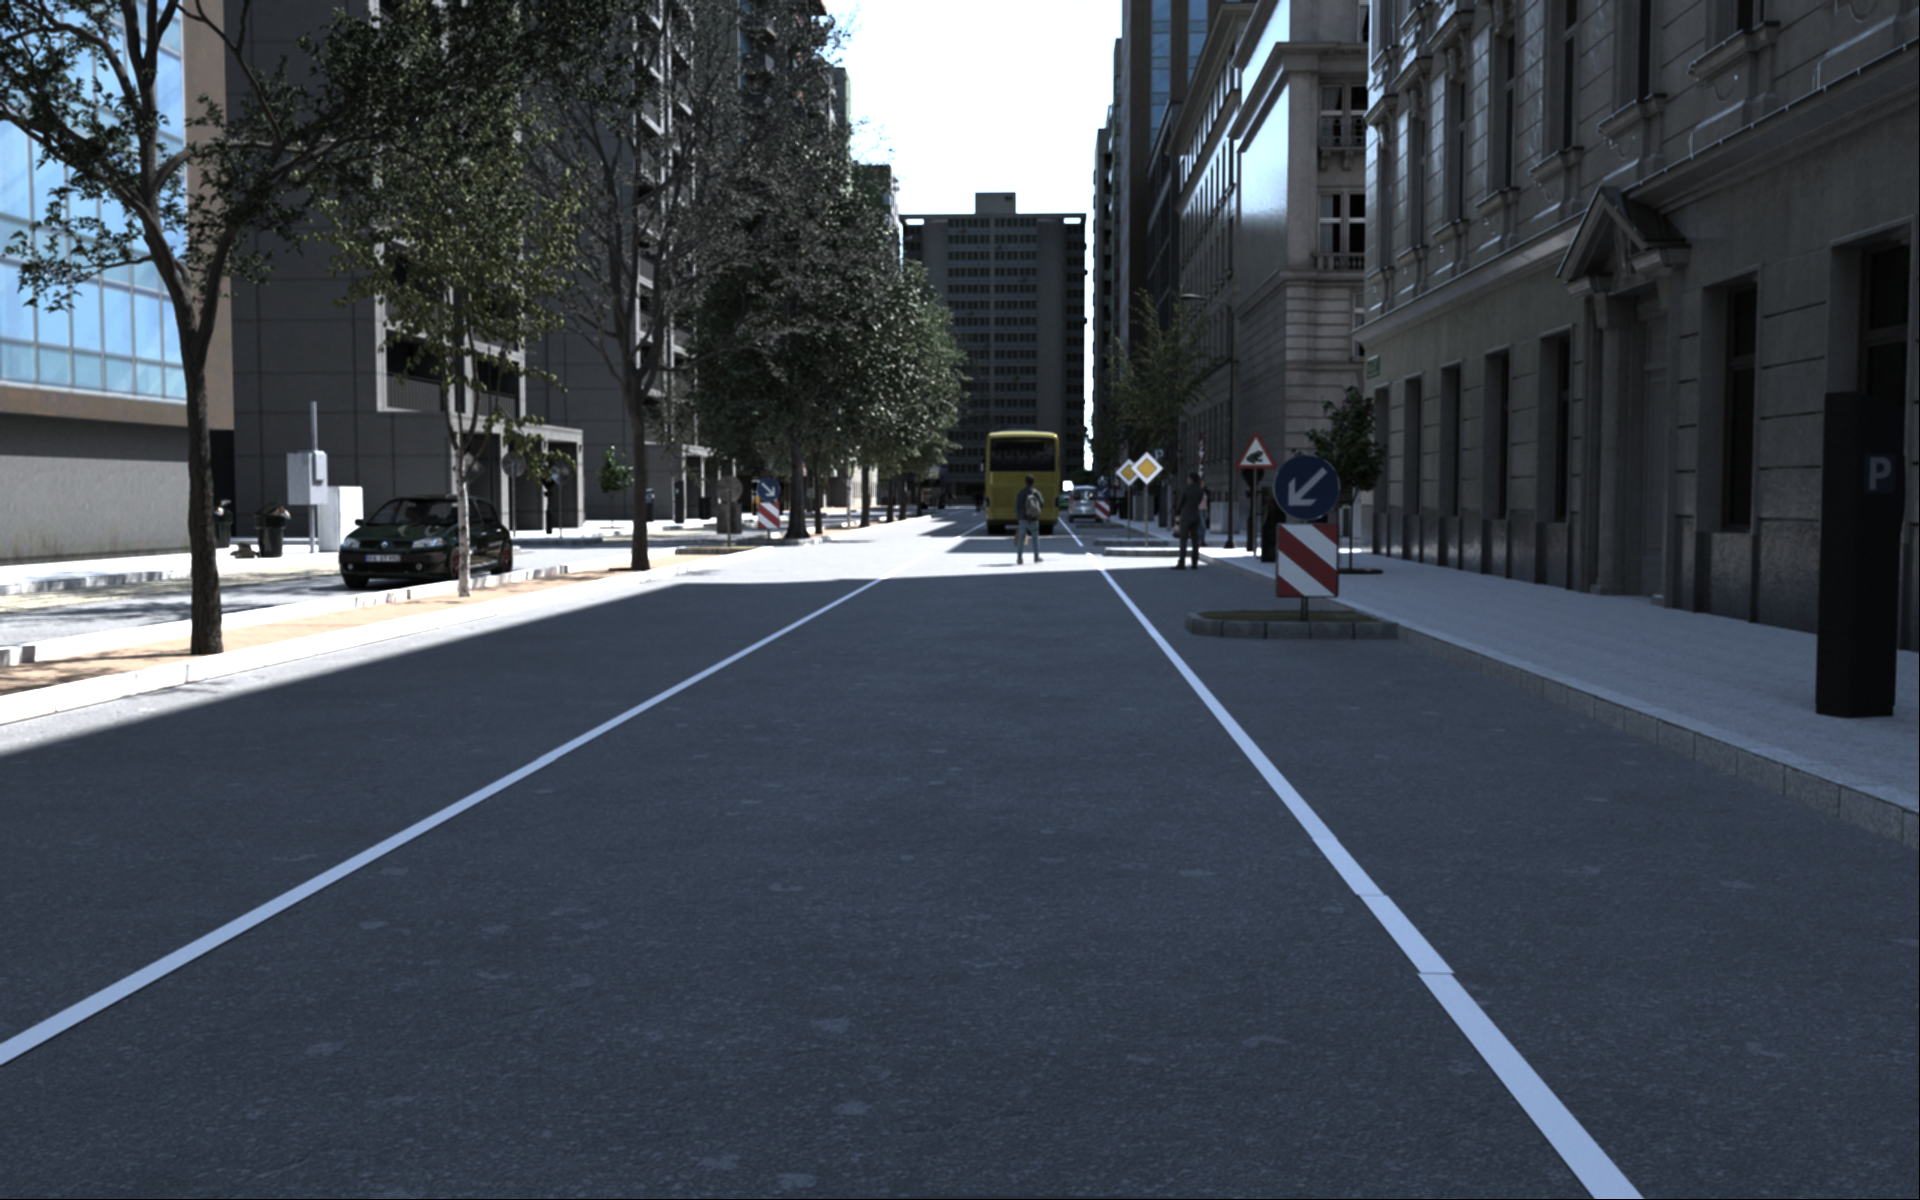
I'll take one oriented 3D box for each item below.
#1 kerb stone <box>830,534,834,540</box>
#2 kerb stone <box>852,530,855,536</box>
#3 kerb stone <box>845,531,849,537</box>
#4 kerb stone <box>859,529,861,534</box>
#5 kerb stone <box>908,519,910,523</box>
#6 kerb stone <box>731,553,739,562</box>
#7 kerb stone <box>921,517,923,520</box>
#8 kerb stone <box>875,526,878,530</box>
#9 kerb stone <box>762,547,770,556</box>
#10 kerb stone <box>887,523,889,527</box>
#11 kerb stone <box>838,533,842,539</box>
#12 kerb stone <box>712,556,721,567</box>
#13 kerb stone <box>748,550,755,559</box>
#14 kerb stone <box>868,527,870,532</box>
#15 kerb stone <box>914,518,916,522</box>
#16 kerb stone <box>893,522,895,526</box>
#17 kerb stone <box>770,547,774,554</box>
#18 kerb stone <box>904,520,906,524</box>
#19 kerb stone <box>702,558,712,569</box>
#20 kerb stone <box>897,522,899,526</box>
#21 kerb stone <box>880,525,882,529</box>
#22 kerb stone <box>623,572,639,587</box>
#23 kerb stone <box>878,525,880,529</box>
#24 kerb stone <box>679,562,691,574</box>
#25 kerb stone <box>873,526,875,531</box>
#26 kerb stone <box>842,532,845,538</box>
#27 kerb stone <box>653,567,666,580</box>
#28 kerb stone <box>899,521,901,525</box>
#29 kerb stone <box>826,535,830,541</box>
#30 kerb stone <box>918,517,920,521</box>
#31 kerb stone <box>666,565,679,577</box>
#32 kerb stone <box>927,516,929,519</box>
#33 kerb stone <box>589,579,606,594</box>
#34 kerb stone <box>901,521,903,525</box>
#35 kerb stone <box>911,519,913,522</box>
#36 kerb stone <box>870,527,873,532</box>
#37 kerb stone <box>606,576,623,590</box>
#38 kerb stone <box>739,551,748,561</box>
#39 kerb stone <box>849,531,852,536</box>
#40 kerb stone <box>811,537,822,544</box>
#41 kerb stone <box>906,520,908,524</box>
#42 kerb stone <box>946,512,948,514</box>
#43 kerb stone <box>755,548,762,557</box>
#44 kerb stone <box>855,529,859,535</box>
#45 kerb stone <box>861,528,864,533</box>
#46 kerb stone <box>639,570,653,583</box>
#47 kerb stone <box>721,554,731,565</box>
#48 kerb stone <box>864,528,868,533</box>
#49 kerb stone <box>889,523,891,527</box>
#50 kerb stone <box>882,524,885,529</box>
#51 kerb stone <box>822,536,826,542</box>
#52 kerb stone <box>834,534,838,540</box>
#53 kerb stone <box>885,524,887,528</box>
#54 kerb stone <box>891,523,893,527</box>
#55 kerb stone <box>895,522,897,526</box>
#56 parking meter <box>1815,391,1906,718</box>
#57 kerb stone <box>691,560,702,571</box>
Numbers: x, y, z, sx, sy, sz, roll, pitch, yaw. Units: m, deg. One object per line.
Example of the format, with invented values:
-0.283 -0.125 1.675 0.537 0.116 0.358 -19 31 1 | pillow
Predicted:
-4.074 -1.901 53.363 0.120 0.150 1.000 0 4 3 | kerb stone
-3.793 -2.282 59.508 0.120 0.150 1.000 0 4 3 | kerb stone
-3.882 -2.154 57.455 0.120 0.150 1.000 0 4 3 | kerb stone
-3.702 -2.407 61.555 0.120 0.150 1.000 0 4 3 | kerb stone
-2.670 -3.786 84.096 0.120 0.150 1.000 0 4 3 | kerb stone
-4.839 -0.869 36.435 0.120 0.150 1.000 0 4 3 | kerb stone
-2.249 -4.351 93.326 0.120 0.150 1.000 0 4 3 | kerb stone
-3.414 -2.781 67.720 0.120 0.150 1.000 0 4 3 | kerb stone
-4.653 -1.121 40.532 0.120 0.150 1.000 0 4 3 | kerb stone
-3.187 -3.090 72.844 0.120 0.150 1.000 0 4 3 | kerb stone
-3.980 -2.032 55.413 0.120 0.150 1.000 0 4 3 | kerb stone
-4.943 -0.746 34.387 0.120 0.150 1.000 0 4 3 | kerb stone
-4.753 -0.992 38.481 0.120 0.150 1.000 0 4 3 | kerb stone
-3.556 -2.596 64.647 0.120 0.150 1.000 0 4 3 | kerb stone
-2.488 -4.037 88.204 0.120 0.150 1.000 0 4 3 | kerb stone
-3.049 -3.283 75.910 0.120 0.150 1.000 0 4 3 | kerb stone
-4.609 -1.184 41.553 0.120 0.150 1.000 0 4 3 | kerb stone
-2.769 -3.661 82.053 0.120 0.150 1.000 0 4 3 | kerb stone
-4.984 -0.683 33.360 0.120 0.150 1.000 0 4 3 | kerb stone
-2.948 -3.410 77.952 0.120 0.150 1.000 0 4 3 | kerb stone
-3.329 -2.910 69.767 0.120 0.150 1.000 0 4 3 | kerb stone
-5.252 -0.306 27.195 0.120 0.150 1.000 0 4 3 | kerb stone
-3.380 -2.847 68.741 0.120 0.150 1.000 0 4 3 | kerb stone
-5.070 -0.557 31.312 0.120 0.150 1.000 0 4 3 | kerb stone
-3.466 -2.722 66.693 0.120 0.150 1.000 0 4 3 | kerb stone
-3.930 -2.085 56.434 0.120 0.150 1.000 0 4 3 | kerb stone
-5.172 -0.432 29.252 0.120 0.150 1.000 0 4 3 | kerb stone
-2.900 -3.473 78.973 0.120 0.150 1.000 0 4 3 | kerb stone
-4.120 -1.843 52.328 0.120 0.150 1.000 0 4 3 | kerb stone
-2.344 -4.225 91.279 0.120 0.150 1.000 0 4 3 | kerb stone
-5.116 -0.494 30.275 0.120 0.150 1.000 0 4 3 | kerb stone
-2.021 -4.665 98.467 0.120 0.150 1.000 0 4 3 | kerb stone
-5.359 -0.176 25.151 0.120 0.150 1.000 0 4 3 | kerb stone
-2.870 -3.536 80.003 0.120 0.150 1.000 0 4 3 | kerb stone
-2.582 -3.911 86.148 0.120 0.150 1.000 0 4 3 | kerb stone
-3.505 -2.659 65.670 0.120 0.150 1.000 0 4 3 | kerb stone
-5.307 -0.243 26.171 0.120 0.150 1.000 0 4 3 | kerb stone
-4.791 -0.934 37.460 0.120 0.150 1.000 0 4 3 | kerb stone
-3.842 -2.219 58.481 0.120 0.150 1.000 0 4 3 | kerb stone
-4.201 -1.717 50.282 0.120 0.150 1.000 0 4 3 | kerb stone
-2.725 -3.721 83.075 0.120 0.150 1.000 0 4 3 | kerb stone
-1.088 -5.918 118.958 0.120 0.150 1.000 0 4 3 | kerb stone
-4.706 -1.055 39.506 0.120 0.150 1.000 0 4 3 | kerb stone
-3.747 -2.342 60.534 0.120 0.150 1.000 0 4 3 | kerb stone
-3.656 -2.471 62.589 0.120 0.150 1.000 0 4 3 | kerb stone
-5.222 -0.368 28.224 0.120 0.150 1.000 0 4 3 | kerb stone
-4.886 -0.808 35.409 0.120 0.150 1.000 0 4 3 | kerb stone
-3.600 -2.534 63.625 0.120 0.150 1.000 0 4 3 | kerb stone
-3.142 -3.160 73.868 0.120 0.150 1.000 0 4 3 | kerb stone
-3.277 -2.972 70.795 0.120 0.150 1.000 0 4 3 | kerb stone
-4.169 -1.780 51.305 0.120 0.150 1.000 0 4 3 | kerb stone
-4.026 -1.967 54.387 0.120 0.150 1.000 0 4 3 | kerb stone
-3.237 -3.032 71.823 0.120 0.150 1.000 0 4 3 | kerb stone
-3.099 -3.222 74.889 0.120 0.150 1.000 0 4 3 | kerb stone
-2.999 -3.348 76.931 0.120 0.150 1.000 0 4 3 | kerb stone
5.213 -0.264 10.021 0.399 1.863 0.255 -1 4 -18 | parking meter
-5.028 -0.618 32.334 0.120 0.150 1.000 0 4 3 | kerb stone
